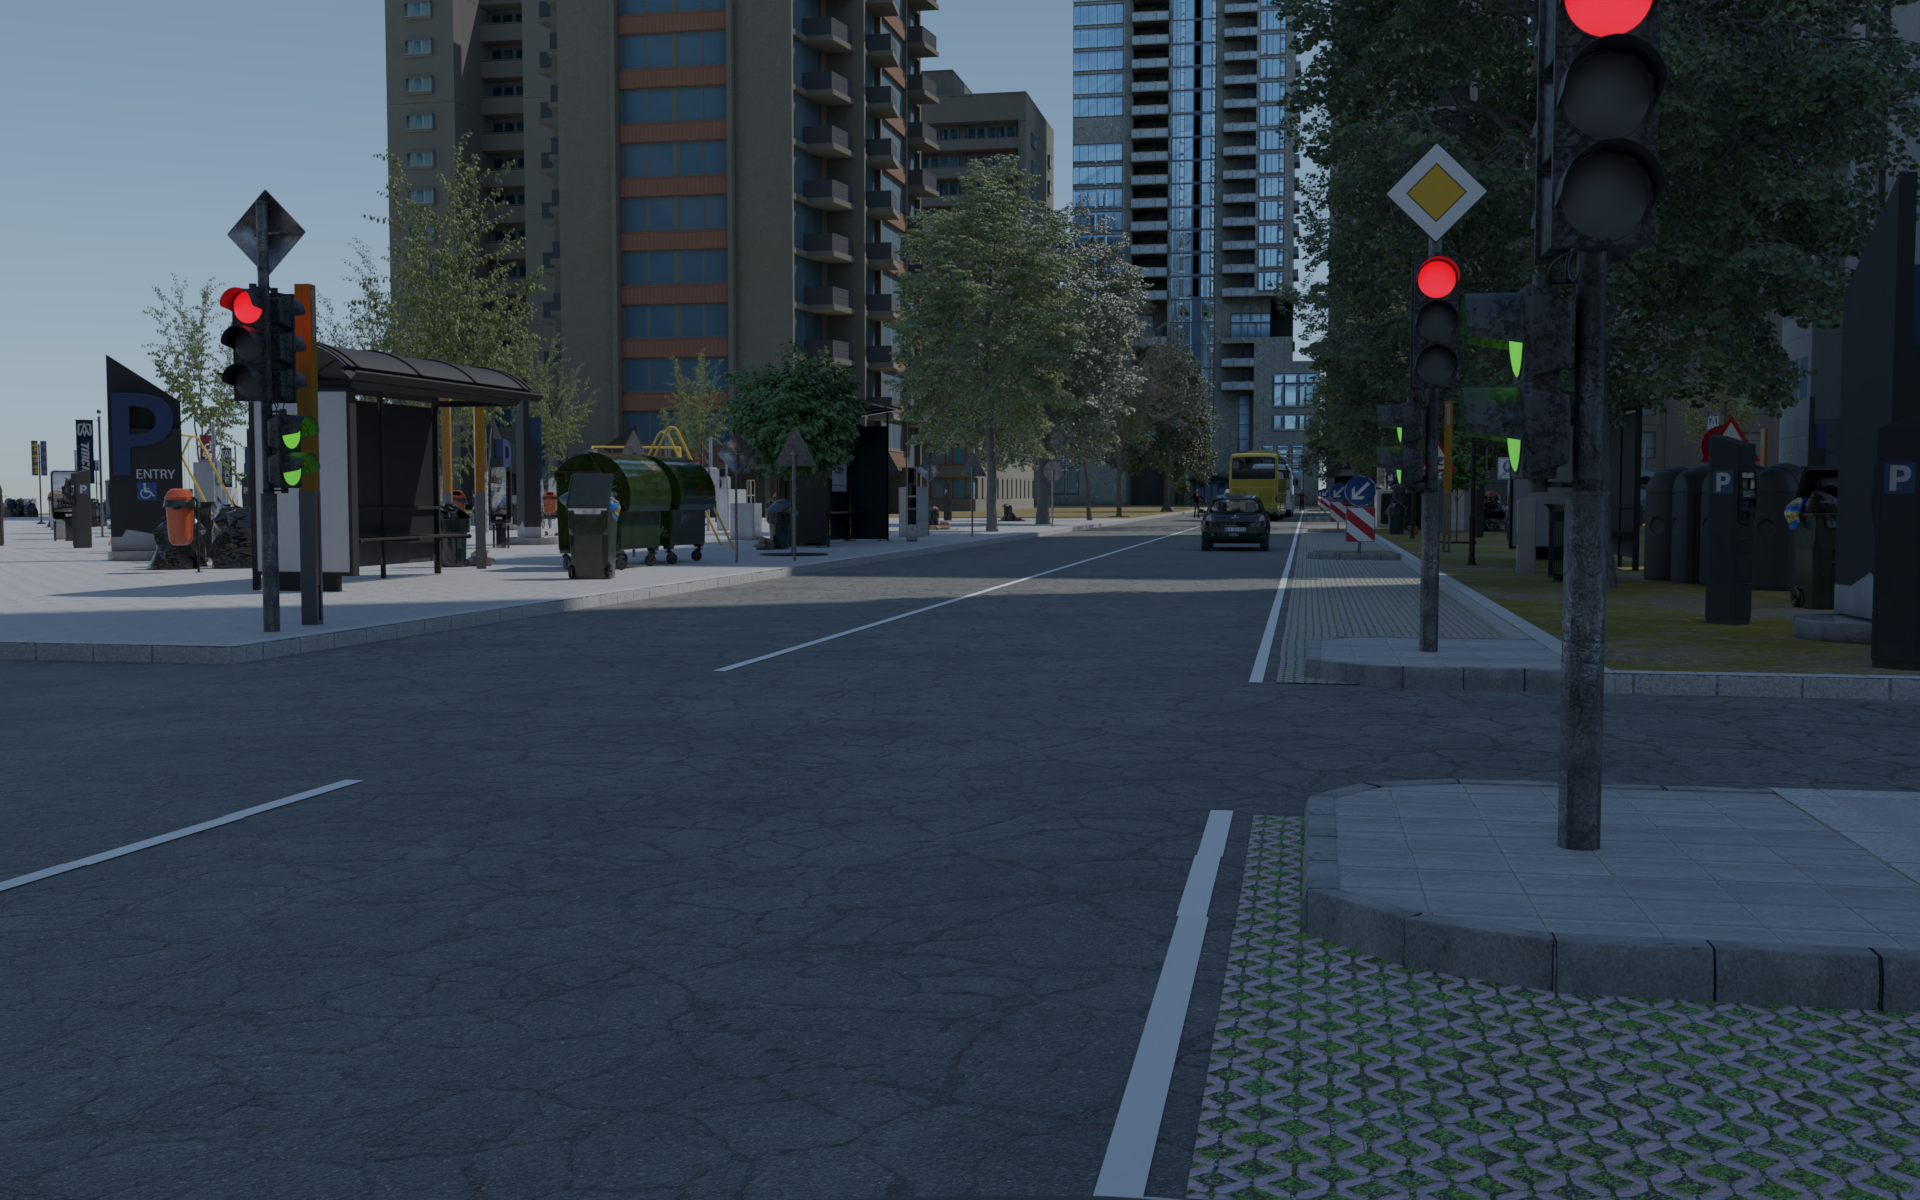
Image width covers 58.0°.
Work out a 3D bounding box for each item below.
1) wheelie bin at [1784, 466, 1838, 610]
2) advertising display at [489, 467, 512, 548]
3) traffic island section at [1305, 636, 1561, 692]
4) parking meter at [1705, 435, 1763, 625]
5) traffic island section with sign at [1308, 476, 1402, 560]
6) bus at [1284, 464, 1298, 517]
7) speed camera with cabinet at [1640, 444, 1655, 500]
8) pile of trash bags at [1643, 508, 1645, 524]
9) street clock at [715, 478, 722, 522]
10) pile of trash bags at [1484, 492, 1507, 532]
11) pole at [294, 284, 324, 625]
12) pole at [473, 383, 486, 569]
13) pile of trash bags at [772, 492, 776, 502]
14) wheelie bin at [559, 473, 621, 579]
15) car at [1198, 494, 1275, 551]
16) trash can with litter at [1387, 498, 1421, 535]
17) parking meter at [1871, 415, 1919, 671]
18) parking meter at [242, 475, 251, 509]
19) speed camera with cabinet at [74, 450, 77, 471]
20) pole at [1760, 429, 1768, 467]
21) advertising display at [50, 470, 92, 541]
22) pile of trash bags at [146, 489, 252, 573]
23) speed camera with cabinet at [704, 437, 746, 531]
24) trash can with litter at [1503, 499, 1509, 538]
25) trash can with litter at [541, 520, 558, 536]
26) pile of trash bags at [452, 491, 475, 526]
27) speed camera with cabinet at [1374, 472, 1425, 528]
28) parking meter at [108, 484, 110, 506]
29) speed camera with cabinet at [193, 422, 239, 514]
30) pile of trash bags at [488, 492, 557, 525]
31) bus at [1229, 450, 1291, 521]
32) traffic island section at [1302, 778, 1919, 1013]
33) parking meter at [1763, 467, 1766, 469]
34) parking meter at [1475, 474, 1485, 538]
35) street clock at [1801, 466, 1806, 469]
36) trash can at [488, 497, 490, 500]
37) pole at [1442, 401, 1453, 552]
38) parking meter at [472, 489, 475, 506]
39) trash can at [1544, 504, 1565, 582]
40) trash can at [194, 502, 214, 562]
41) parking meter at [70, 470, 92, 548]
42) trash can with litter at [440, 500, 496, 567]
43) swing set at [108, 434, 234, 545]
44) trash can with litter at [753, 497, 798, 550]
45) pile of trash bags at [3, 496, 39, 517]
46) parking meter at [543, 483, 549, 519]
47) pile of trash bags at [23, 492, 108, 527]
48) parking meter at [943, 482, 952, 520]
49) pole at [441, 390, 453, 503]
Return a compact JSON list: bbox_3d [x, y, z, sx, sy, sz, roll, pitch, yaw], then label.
[{"bbox_3d":[9.785,-0.702,19.380,0.980,1.594,0.693,0,4,3],"label":"wheelie bin"},{"bbox_3d":[-10.936,-2.203,41.226,0.123,1.923,0.974,-3,4,-38],"label":"advertising display"},{"bbox_3d":[3.842,0.499,14.123,2.009,0.180,2.903,1,4,11],"label":"traffic island section"},{"bbox_3d":[7.595,-0.694,17.056,0.255,1.863,0.399,-2,4,-29],"label":"parking meter"},{"bbox_3d":[8.703,-1.811,38.239,1.989,1.847,2.006,1,4,11],"label":"traffic island section with sign"},{"bbox_3d":[20.284,-7.163,111.967,2.948,3.499,13.247,1,4,12],"label":"bus"},{"bbox_3d":[26.437,-4.549,68.720,2.038,3.252,0.660,1,4,17],"label":"speed camera with cabinet"},{"bbox_3d":[29.698,-3.960,74.499,3.447,1.369,1.912,1,4,15],"label":"pile of trash bags"},{"bbox_3d":[-11.051,-4.550,78.959,0.358,2.002,0.471,-2,4,-33],"label":"street clock"},{"bbox_3d":[18.800,-3.043,59.501,1.912,1.369,3.447,0,4,-7],"label":"pile of trash bags"},{"bbox_3d":[-6.364,-1.412,16.925,0.158,3.312,0.155,0,3,0],"label":"pole"},{"bbox_3d":[-8.214,-2.187,29.604,0.158,3.312,0.155,0,3,0],"label":"pole"},{"bbox_3d":[-5.250,-3.312,63.910,3.447,1.369,1.912,1,4,9],"label":"pile of trash bags"},{"bbox_3d":[-5.588,-1.123,26.262,0.980,1.594,0.693,0,4,4],"label":"wheelie bin"},{"bbox_3d":[7.163,-2.149,44.917,2.009,1.686,4.222,1,4,10],"label":"car"},{"bbox_3d":[14.087,-2.661,54.898,1.055,1.170,0.624,1,4,21],"label":"trash can with litter"},{"bbox_3d":[6.931,-0.428,12.707,0.255,1.863,0.399,-2,4,-34],"label":"parking meter"},{"bbox_3d":[-21.942,-2.920,53.459,0.399,1.863,0.255,2,4,29],"label":"parking meter"},{"bbox_3d":[-40.186,-5.116,77.988,0.660,3.252,2.038,-3,5,-42],"label":"speed camera with cabinet"},{"bbox_3d":[25.038,-3.680,54.008,0.158,3.312,0.155,0,3,0],"label":"pole"},{"bbox_3d":[-24.252,-2.572,47.265,0.974,1.923,0.123,-3,4,-38],"label":"advertising display"},{"bbox_3d":[-12.977,-1.218,29.667,1.912,1.369,3.447,-1,4,-11],"label":"pile of trash bags"},{"bbox_3d":[-8.388,-4.060,60.716,0.660,3.252,2.038,2,4,35],"label":"speed camera with cabinet"},{"bbox_3d":[15.204,-2.151,46.558,1.055,1.170,0.624,0,4,-4],"label":"trash can with litter"},{"bbox_3d":[-12.126,-2.600,53.570,2.233,1.210,1.678,-1,4,-14],"label":"trash can with litter"},{"bbox_3d":[-14.096,-2.053,43.324,3.447,1.369,1.912,-2,4,-24],"label":"pile of trash bags"},{"bbox_3d":[17.019,-4.418,66.563,2.038,3.252,0.660,0,4,2],"label":"speed camera with cabinet"},{"bbox_3d":[-18.728,-2.011,38.597,0.399,1.863,0.255,0,4,-5],"label":"parking meter"},{"bbox_3d":[-20.612,-3.280,47.971,0.660,3.252,2.038,0,4,-5],"label":"speed camera with cabinet"},{"bbox_3d":[-18.147,-3.719,70.564,3.447,1.369,1.912,-2,4,-26],"label":"pile of trash bags"},{"bbox_3d":[16.645,-6.393,96.073,2.896,3.916,12.252,1,4,13],"label":"bus"},{"bbox_3d":[2.270,0.978,6.293,2.009,0.180,2.903,1,4,11],"label":"traffic island section"},{"bbox_3d":[15.733,-1.729,33.982,0.255,1.863,0.399,-3,5,-44],"label":"parking meter"},{"bbox_3d":[15.261,-2.776,51.092,0.255,1.863,0.399,-1,4,-15],"label":"parking meter"},{"bbox_3d":[21.975,-2.478,45.078,0.358,2.002,0.471,2,4,32],"label":"street clock"},{"bbox_3d":[-21.544,-4.139,79.327,0.748,1.137,0.748,0,3,0],"label":"trash can"},{"bbox_3d":[10.733,-2.708,38.112,0.158,3.312,0.155,0,3,0],"label":"pole"},{"bbox_3d":[-26.420,-5.270,94.580,0.372,1.533,0.369,0,3,0],"label":"parking meter"},{"bbox_3d":[8.926,-0.837,25.332,0.748,1.137,0.748,0,3,0],"label":"trash can"},{"bbox_3d":[-14.443,-1.285,32.664,0.748,1.137,0.748,0,3,0],"label":"trash can"},{"bbox_3d":[-20.880,-2.167,41.134,0.255,1.863,0.399,3,5,40],"label":"parking meter"},{"bbox_3d":[-8.796,-1.177,30.632,0.624,1.170,1.055,3,5,39],"label":"trash can with litter"},{"bbox_3d":[-20.137,-2.882,44.737,2.862,2.851,3.119,-1,4,-10],"label":"swing set"},{"bbox_3d":[-4.271,-1.752,40.031,0.624,1.170,1.055,2,4,30],"label":"trash can with litter"},{"bbox_3d":[-52.989,-5.259,95.739,1.912,1.369,3.447,3,5,43],"label":"pile of trash bags"},{"bbox_3d":[-21.247,-5.100,89.100,0.255,1.863,0.399,2,4,34],"label":"parking meter"},{"bbox_3d":[-34.400,-3.501,66.989,1.912,1.369,3.447,0,4,-7],"label":"pile of trash bags"},{"bbox_3d":[-0.605,-4.816,84.450,0.255,1.863,0.399,-3,5,-43],"label":"parking meter"},{"bbox_3d":[-9.680,-2.376,32.694,0.158,3.312,0.155,0,3,0],"label":"pole"}]
